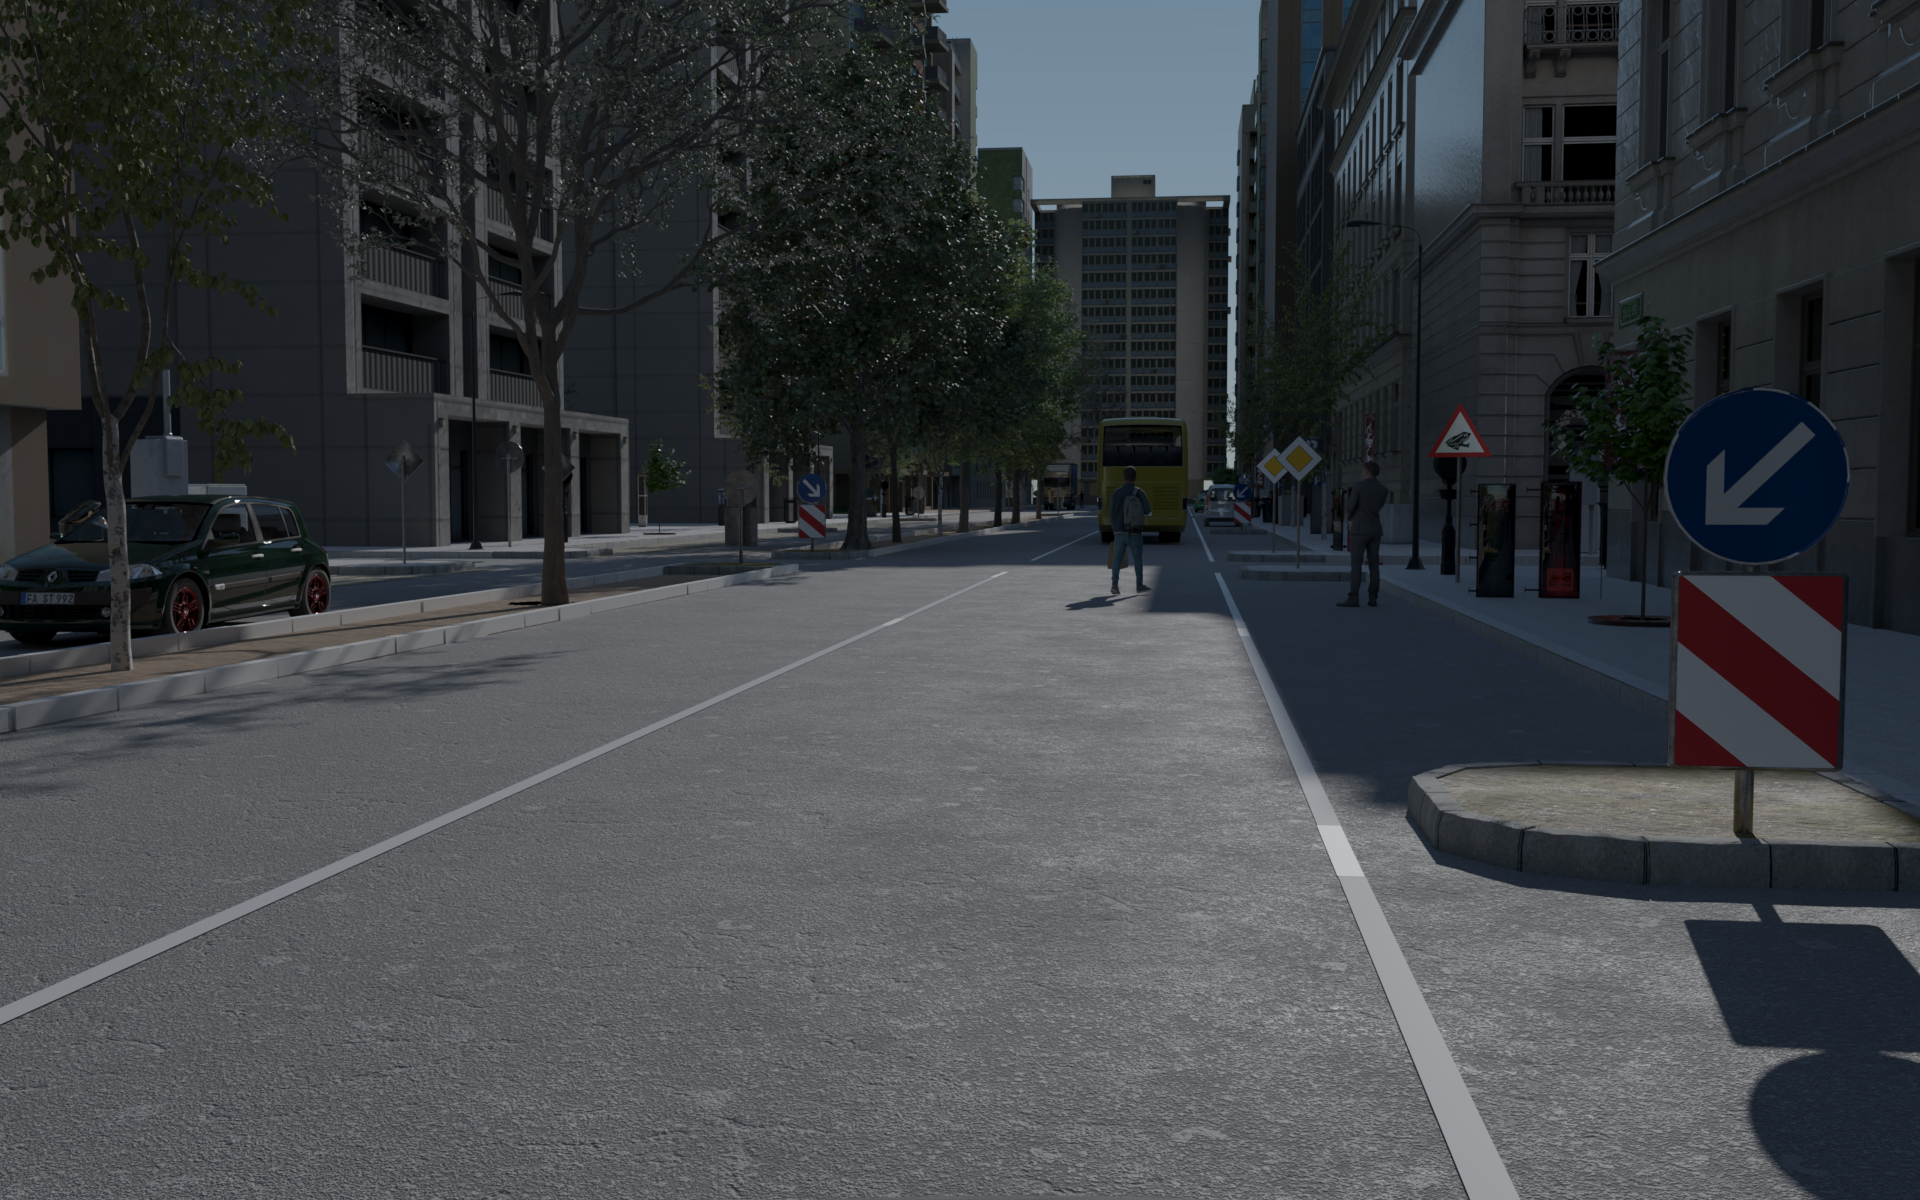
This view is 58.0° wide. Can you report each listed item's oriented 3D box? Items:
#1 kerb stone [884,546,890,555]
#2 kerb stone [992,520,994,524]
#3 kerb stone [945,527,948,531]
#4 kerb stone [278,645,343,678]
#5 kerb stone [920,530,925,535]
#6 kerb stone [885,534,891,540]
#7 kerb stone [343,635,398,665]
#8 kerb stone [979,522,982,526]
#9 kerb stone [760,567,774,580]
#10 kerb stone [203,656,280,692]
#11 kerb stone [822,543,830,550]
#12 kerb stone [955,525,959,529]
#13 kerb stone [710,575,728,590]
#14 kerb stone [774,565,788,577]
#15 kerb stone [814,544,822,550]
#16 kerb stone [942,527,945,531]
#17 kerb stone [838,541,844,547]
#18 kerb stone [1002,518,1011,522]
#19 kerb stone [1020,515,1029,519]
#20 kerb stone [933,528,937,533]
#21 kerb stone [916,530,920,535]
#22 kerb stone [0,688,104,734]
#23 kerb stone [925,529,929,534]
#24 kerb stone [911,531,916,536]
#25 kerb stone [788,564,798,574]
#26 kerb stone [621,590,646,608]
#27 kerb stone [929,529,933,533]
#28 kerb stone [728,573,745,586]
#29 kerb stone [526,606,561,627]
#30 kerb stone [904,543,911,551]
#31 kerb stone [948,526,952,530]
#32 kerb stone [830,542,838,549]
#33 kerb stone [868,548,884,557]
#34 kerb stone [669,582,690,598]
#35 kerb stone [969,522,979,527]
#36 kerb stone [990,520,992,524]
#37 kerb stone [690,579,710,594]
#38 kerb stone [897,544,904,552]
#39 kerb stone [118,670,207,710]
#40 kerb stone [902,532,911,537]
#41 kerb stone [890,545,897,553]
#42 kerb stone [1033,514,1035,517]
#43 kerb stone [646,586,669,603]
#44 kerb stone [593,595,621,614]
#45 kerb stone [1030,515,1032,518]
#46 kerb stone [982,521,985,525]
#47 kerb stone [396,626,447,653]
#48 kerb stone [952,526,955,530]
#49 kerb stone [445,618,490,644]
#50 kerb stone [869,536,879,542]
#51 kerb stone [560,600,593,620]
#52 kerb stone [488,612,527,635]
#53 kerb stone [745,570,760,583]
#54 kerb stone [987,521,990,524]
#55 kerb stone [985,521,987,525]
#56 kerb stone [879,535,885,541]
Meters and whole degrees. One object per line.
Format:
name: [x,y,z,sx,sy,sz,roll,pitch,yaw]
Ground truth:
kerb stone: [-1.851,-1.149,40.989,0.120,0.150,1.000,0,4,7]
kerb stone: [1.411,-3.715,82.967,0.120,0.150,1.000,0,4,7]
kerb stone: [-0.670,-2.720,66.704,0.120,0.150,1.000,0,4,7]
kerb stone: [-5.305,0.501,14.003,0.120,0.150,1.000,0,4,7]
kerb stone: [-1.444,-2.348,60.584,0.120,0.150,1.000,0,4,7]
kerb stone: [-2.363,-1.908,53.469,0.120,0.150,1.000,0,4,7]
kerb stone: [-5.182,0.443,15.020,0.120,0.150,1.000,0,4,7]
kerb stone: [0.758,-3.405,77.886,0.120,0.150,1.000,0,4,7]
kerb stone: [-3.354,-0.429,29.274,0.120,0.150,1.000,0,4,7]
kerb stone: [-5.433,0.563,12.988,0.120,0.150,1.000,0,4,7]
kerb stone: [-3.542,-1.347,44.305,0.120,0.150,1.000,0,4,7]
kerb stone: [-0.275,-2.907,69.756,0.120,0.150,1.000,0,4,7]
kerb stone: [-3.738,-0.244,26.224,0.120,0.150,1.000,0,4,7]
kerb stone: [-3.217,-0.495,30.292,0.120,0.150,1.000,0,4,7]
kerb stone: [-3.670,-1.288,43.291,0.120,0.150,1.000,0,4,7]
kerb stone: [-0.803,-2.660,65.681,0.120,0.150,1.000,0,4,7]
kerb stone: [-3.281,-1.477,46.338,0.120,0.150,1.000,0,4,7]
kerb stone: [2.467,-4.214,91.102,0.120,0.150,1.000,0,4,7]
kerb stone: [3.770,-4.835,101.244,0.120,0.150,1.000,0,4,7]
kerb stone: [-1.062,-2.530,63.649,0.120,0.150,1.000,0,4,7]
kerb stone: [-1.589,-2.286,59.568,0.120,0.150,1.000,0,4,7]
kerb stone: [-5.695,0.687,10.961,0.120,0.150,1.000,0,4,7]
kerb stone: [-1.314,-2.407,61.605,0.120,0.150,1.000,0,4,7]
kerb stone: [-1.710,-2.224,58.553,0.120,0.150,1.000,0,4,7]
kerb stone: [-3.089,-0.557,31.306,0.120,0.150,1.000,0,4,7]
kerb stone: [-4.264,0.005,22.152,0.120,0.150,1.000,0,4,7]
kerb stone: [-1.192,-2.464,62.621,0.120,0.150,1.000,0,4,7]
kerb stone: [-3.607,-0.309,27.242,0.120,0.150,1.000,0,4,7]
kerb stone: [-4.659,0.190,19.092,0.120,0.150,1.000,0,4,7]
kerb stone: [-1.456,-1.335,44.049,0.120,0.150,1.000,0,4,7]
kerb stone: [-0.539,-2.784,67.720,0.120,0.150,1.000,0,4,7]
kerb stone: [-3.410,-1.414,45.319,0.120,0.150,1.000,0,4,7]
kerb stone: [-1.967,-1.087,39.972,0.120,0.150,1.000,0,4,7]
kerb stone: [-4.010,-0.122,24.192,0.120,0.150,1.000,0,4,7]
kerb stone: [0.635,-3.344,76.871,0.120,0.150,1.000,0,4,7]
kerb stone: [1.291,-3.653,81.948,0.120,0.150,1.000,0,4,7]
kerb stone: [-3.870,-0.184,25.206,0.120,0.150,1.000,0,4,7]
kerb stone: [-1.588,-1.269,43.033,0.120,0.150,1.000,0,4,7]
kerb stone: [-5.563,0.625,11.974,0.120,0.150,1.000,0,4,7]
kerb stone: [-1.836,-2.162,57.539,0.120,0.150,1.000,0,4,7]
kerb stone: [-1.718,-1.212,42.005,0.120,0.150,1.000,0,4,7]
kerb stone: [4.288,-5.080,105.316,0.120,0.150,1.000,0,4,7]
kerb stone: [-4.135,-0.060,23.171,0.120,0.150,1.000,0,4,7]
kerb stone: [-4.389,0.065,21.138,0.120,0.150,1.000,0,4,7]
kerb stone: [4.026,-4.958,103.279,0.120,0.150,1.000,0,4,7]
kerb stone: [0.898,-3.466,78.899,0.120,0.150,1.000,0,4,7]
kerb stone: [-5.046,0.377,16.033,0.120,0.150,1.000,0,4,7]
kerb stone: [-0.408,-2.838,68.739,0.120,0.150,1.000,0,4,7]
kerb stone: [-4.908,0.315,17.048,0.120,0.150,1.000,0,4,7]
kerb stone: [-2.626,-1.786,51.424,0.120,0.150,1.000,0,4,7]
kerb stone: [-4.519,0.128,20.108,0.120,0.150,1.000,0,4,7]
kerb stone: [-4.793,0.253,18.072,0.120,0.150,1.000,0,4,7]
kerb stone: [-3.485,-0.366,28.257,0.120,0.150,1.000,0,4,7]
kerb stone: [1.159,-3.593,80.934,0.120,0.150,1.000,0,4,7]
kerb stone: [1.029,-3.526,79.913,0.120,0.150,1.000,0,4,7]
kerb stone: [-2.487,-1.847,52.445,0.120,0.150,1.000,0,4,7]
